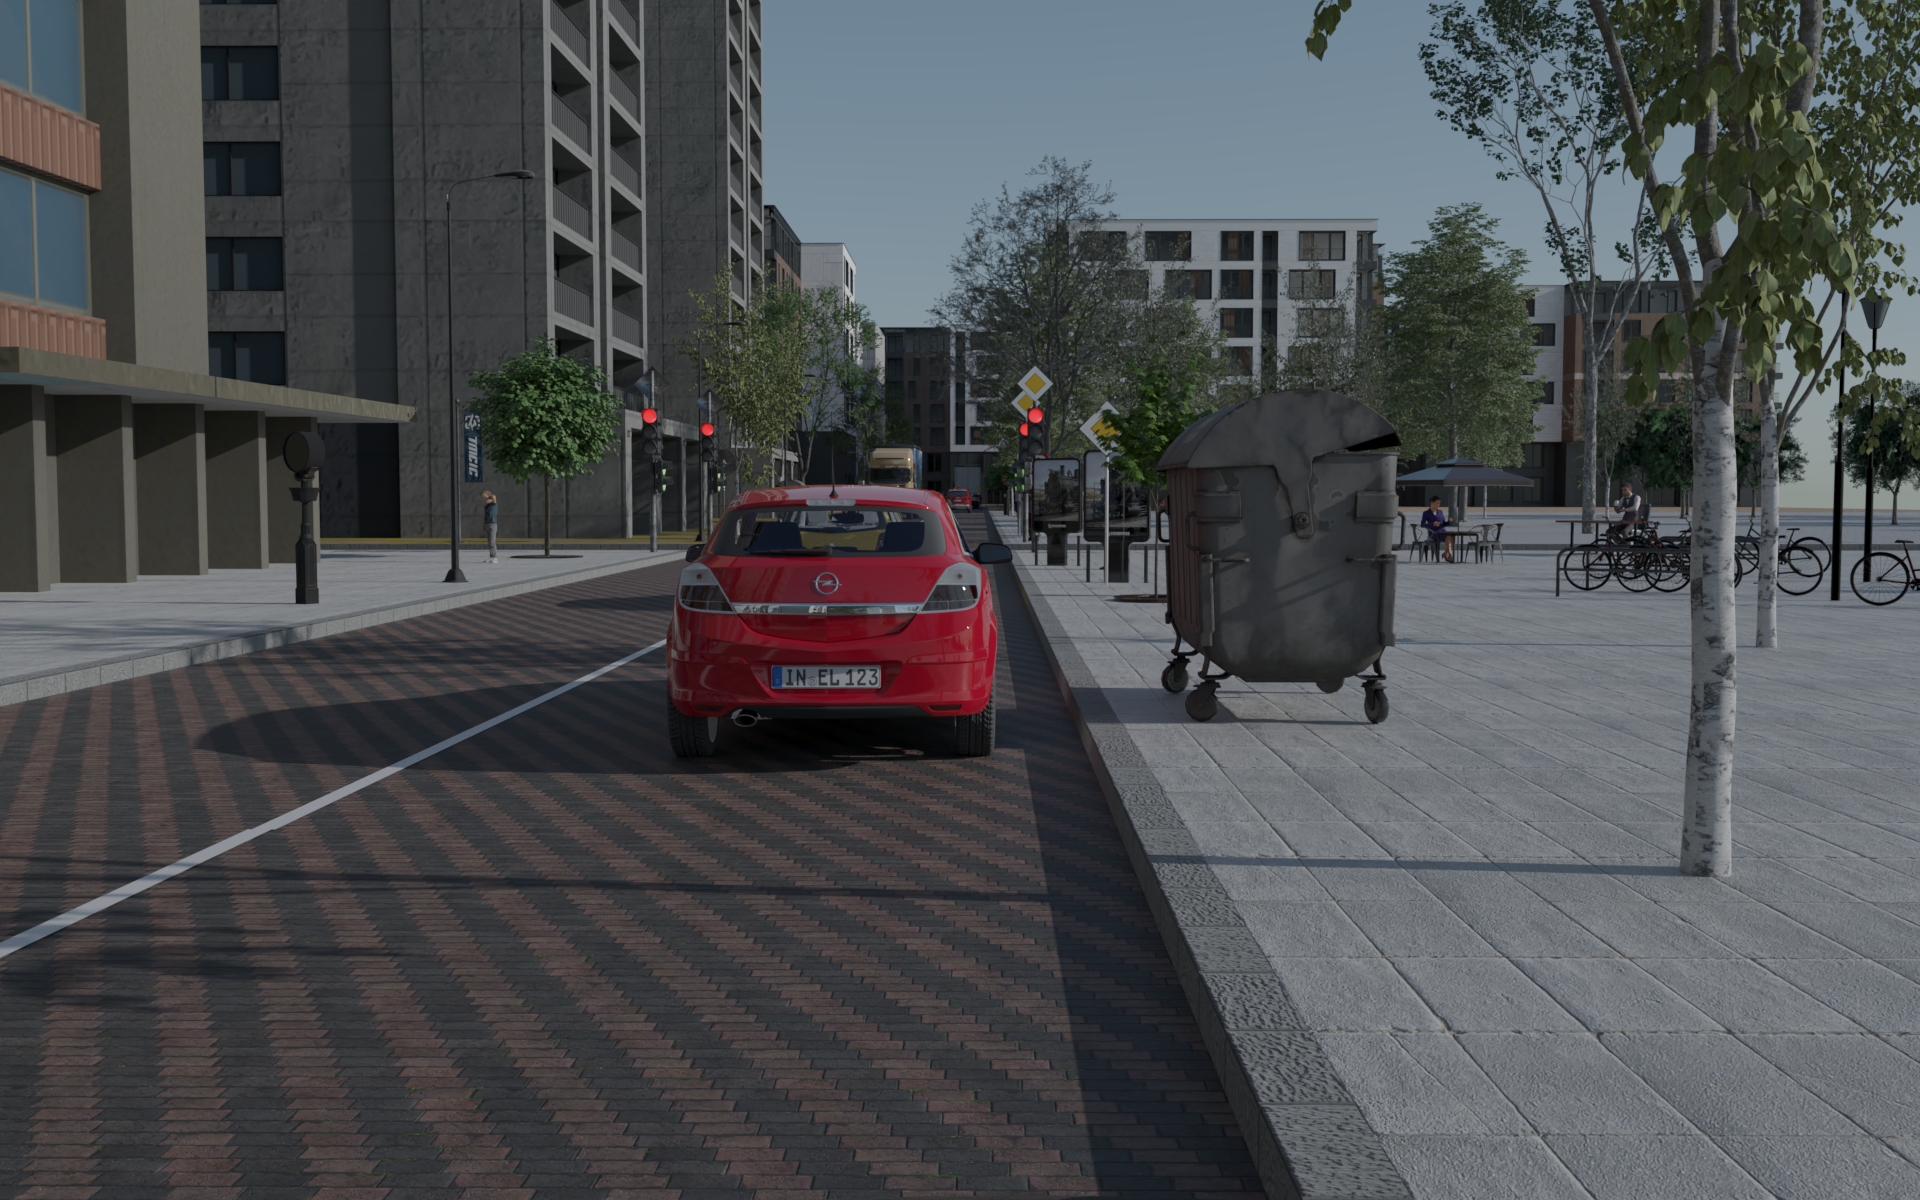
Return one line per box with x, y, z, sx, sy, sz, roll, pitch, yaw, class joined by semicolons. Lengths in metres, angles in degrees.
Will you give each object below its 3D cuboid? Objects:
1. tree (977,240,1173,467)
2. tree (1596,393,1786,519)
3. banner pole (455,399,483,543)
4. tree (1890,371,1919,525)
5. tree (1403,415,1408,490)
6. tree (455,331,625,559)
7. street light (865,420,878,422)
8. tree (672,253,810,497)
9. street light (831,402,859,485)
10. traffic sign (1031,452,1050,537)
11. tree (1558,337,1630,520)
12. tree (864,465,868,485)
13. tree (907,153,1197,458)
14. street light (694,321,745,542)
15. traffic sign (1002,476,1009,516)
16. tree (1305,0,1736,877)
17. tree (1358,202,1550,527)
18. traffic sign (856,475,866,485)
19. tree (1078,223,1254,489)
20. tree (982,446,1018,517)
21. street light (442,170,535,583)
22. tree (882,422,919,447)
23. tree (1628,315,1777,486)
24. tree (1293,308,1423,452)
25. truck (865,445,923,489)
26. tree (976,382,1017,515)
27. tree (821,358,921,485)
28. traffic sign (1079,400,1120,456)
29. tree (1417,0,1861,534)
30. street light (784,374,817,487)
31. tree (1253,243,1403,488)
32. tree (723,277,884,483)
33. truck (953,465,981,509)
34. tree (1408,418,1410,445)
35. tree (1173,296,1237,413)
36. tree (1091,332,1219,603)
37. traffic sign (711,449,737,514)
4.090;-9.741;77.394;7.486;12.596;7.792;0;3;0;tree
40.520;-8.148;96.118;11.467;7.101;20.602;0;4;2;tree
-12.973;-3.400;45.605;0.863;3.779;0.401;-1;4;-20;banner pole
46.805;-6.689;72.267;20.602;7.101;11.467;-2;4;-24;tree
19.899;-8.429;88.178;4.360;8.622;3.978;0;3;0;tree
-8.431;-3.129;34.874;4.285;4.588;4.351;0;3;0;tree
-5.800;-8.290;108.083;1.470;5.913;1.316;0;4;1;street light
-6.734;-6.334;53.927;4.737;8.622;4.395;0;3;0;tree
-5.958;-7.052;87.838;1.470;5.913;1.316;0;4;1;street light
2.331;-3.135;51.358;0.768;2.556;0.104;1;4;9;traffic sign
30.483;-8.024;81.554;4.360;8.622;3.978;0;3;0;tree
-6.793;-9.870;145.094;4.285;4.588;4.351;0;3;0;tree
3.236;-9.261;61.793;12.009;13.543;11.850;0;3;0;tree
-6.465;-4.534;46.664;1.470;5.913;1.316;0;4;1;street light
2.839;-6.172;101.013;0.768;2.556;0.104;0;4;6;traffic sign
2.291;-3.379;5.601;4.737;8.622;4.395;0;3;0;tree
19.181;-9.159;67.879;7.486;12.596;7.792;0;3;0;tree
-6.390;-6.810;111.443;0.768;2.556;0.104;1;4;9;traffic sign
5.372;-5.981;48.144;4.360;8.622;3.978;0;3;0;tree
3.672;-7.001;98.176;4.285;4.588;4.351;0;3;0;tree
-6.797;-3.208;24.993;1.470;5.913;1.316;0;4;1;street light
-6.093;-13.635;173.300;4.360;8.622;3.978;0;3;0;tree
28.711;-7.091;66.295;4.360;8.622;3.978;0;3;0;tree
25.667;-12.397;113.065;12.009;13.543;11.850;0;3;0;tree
-3.703;-6.815;100.343;2.839;4.237;11.283;0;4;2;truck
3.082;-9.426;104.475;4.360;8.622;3.978;0;3;0;tree
-5.921;-11.197;117.478;7.601;10.594;8.767;-3;4;-38;tree
2.085;-1.507;24.368;0.795;2.593;0.064;0;4;1;traffic sign
21.323;-12.136;54.318;12.611;20.169;13.585;0;3;0;tree
-6.235;-5.786;67.139;1.470;5.913;1.316;0;4;1;street light
10.800;-6.128;50.555;4.360;8.622;3.978;0;3;0;tree
-7.399;-9.561;82.078;9.928;11.665;9.643;0;3;0;tree
0.714;-11.107;170.516;2.839;4.237;11.283;0;4;0;truck
24.756;-9.233;101.328;4.360;8.622;3.978;0;3;0;tree
12.341;-11.068;99.094;7.486;12.596;7.792;0;3;0;tree
2.311;-1.607;20.879;1.663;3.219;1.824;0;3;0;tree
-6.723;-3.005;49.232;0.768;2.556;0.104;1;4;9;traffic sign
